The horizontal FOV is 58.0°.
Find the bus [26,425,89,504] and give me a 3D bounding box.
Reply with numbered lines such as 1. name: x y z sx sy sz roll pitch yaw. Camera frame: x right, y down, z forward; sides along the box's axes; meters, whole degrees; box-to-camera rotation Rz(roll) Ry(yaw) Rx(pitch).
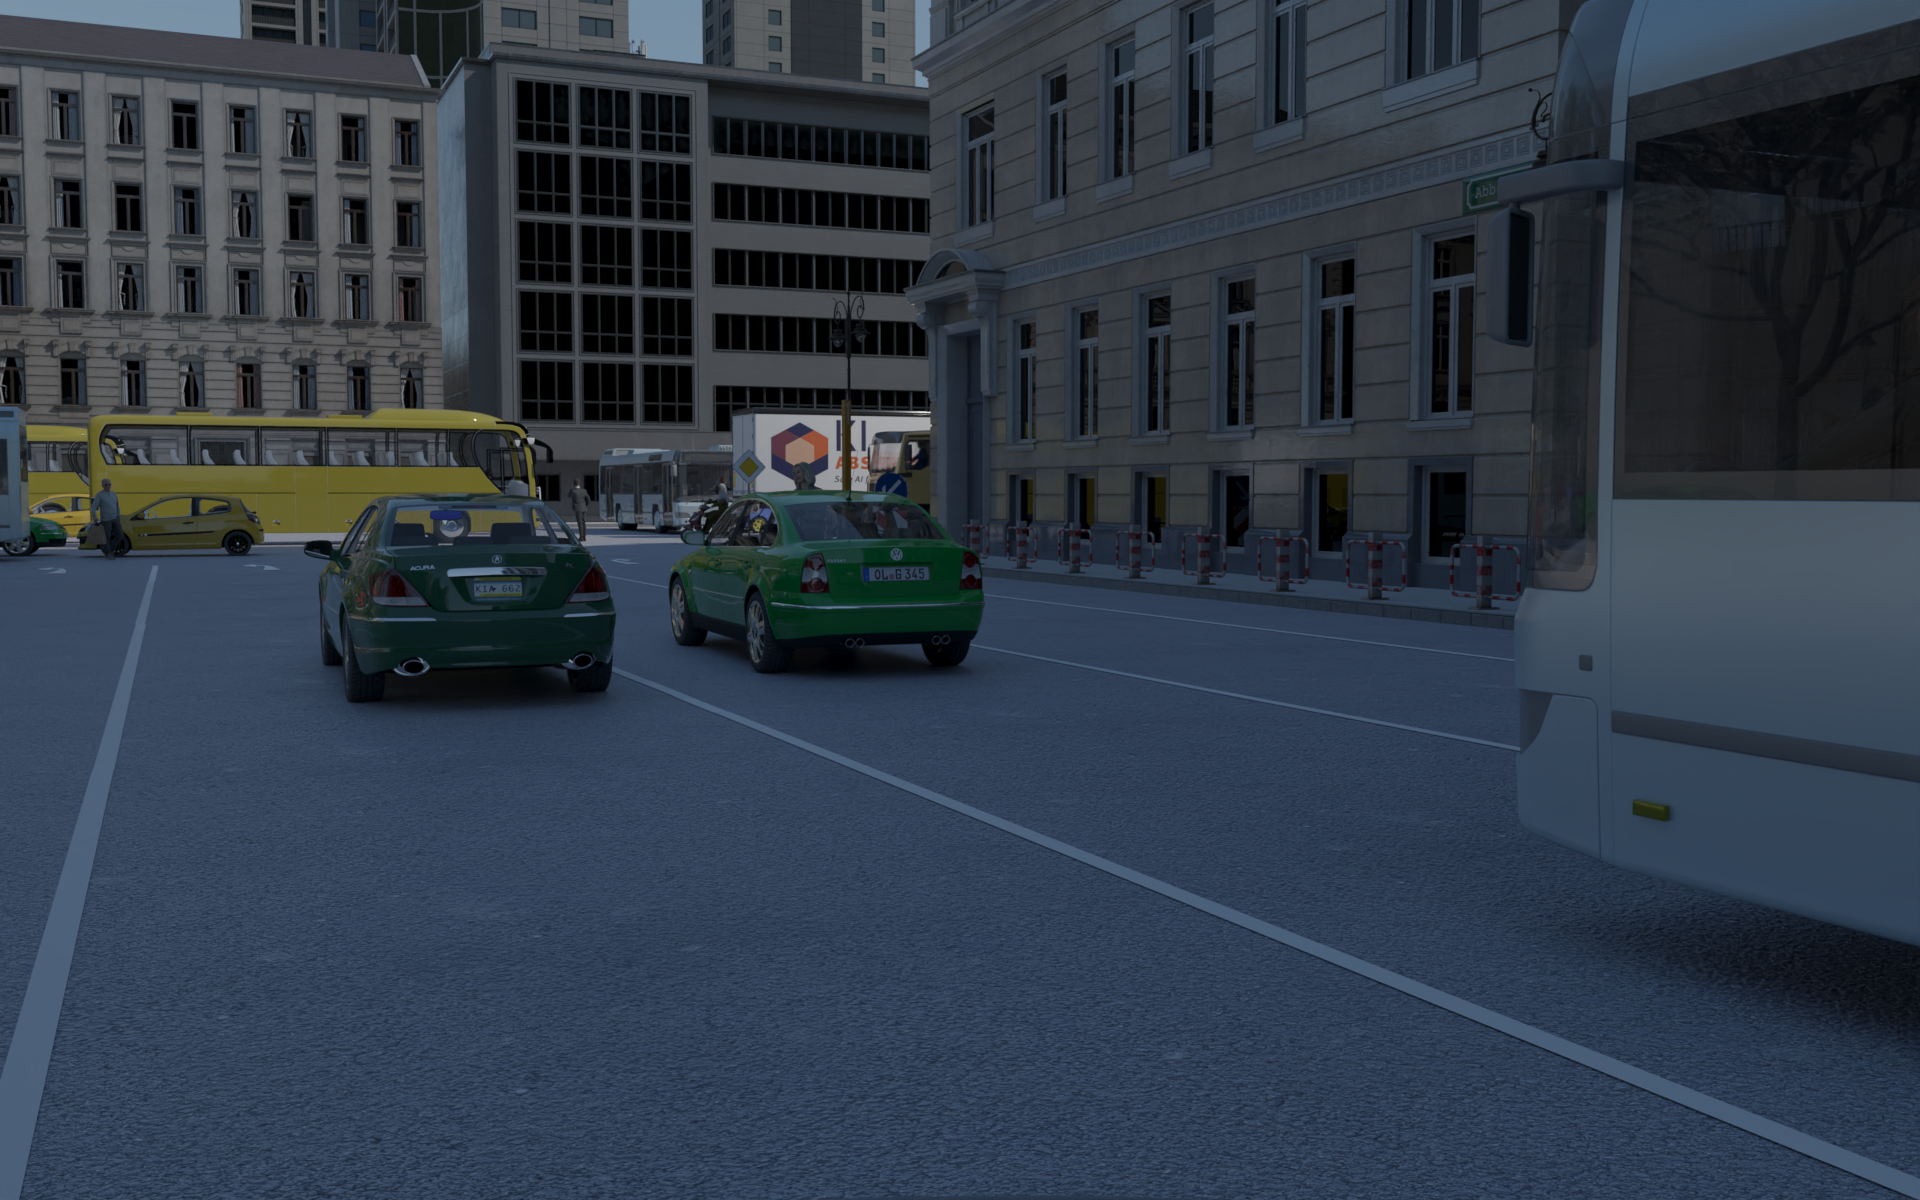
1. bus: -35.825 -4.280 61.526 12.252 3.916 2.896 -1 4 -23

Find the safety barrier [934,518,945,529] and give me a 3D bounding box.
1. safety barrier: -0.523 -1.157 33.200 0.300 0.817 1.120 -2 4 -24

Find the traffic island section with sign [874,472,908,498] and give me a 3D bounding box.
1. traffic island section with sign: -1.659 -1.444 32.237 1.989 1.847 2.006 -2 4 -24

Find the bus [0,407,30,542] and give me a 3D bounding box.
1. bus: -26.260 -2.439 34.733 13.247 3.499 2.948 -2 4 -25

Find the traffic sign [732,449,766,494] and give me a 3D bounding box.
1. traffic sign: -4.753 -2.161 38.980 0.795 2.450 0.064 -2 4 -24

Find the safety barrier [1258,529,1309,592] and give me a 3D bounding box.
1. safety barrier: 4.233 -0.516 22.713 0.300 0.817 1.120 -2 4 -24

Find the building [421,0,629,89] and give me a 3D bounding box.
1. building: -41.516 -43.640 151.759 20.563 71.187 20.611 -2 4 -24

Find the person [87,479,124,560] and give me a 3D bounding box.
1. person: -18.577 -1.749 37.580 0.515 1.767 0.782 1 4 23

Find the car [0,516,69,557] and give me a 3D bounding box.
1. car: -23.160 -1.898 39.823 4.718 1.807 1.959 -1 4 -22

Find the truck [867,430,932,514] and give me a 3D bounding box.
1. truck: 1.177 -3.547 53.919 9.791 3.379 3.469 -2 4 -24

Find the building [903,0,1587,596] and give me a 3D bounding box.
1. building: 8.899 -15.047 31.920 13.634 28.700 20.117 -2 4 -24

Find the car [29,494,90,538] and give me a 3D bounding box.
1. car: -26.534 -2.488 50.906 3.980 1.641 2.015 -2 4 -24

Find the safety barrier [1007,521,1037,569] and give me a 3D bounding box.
1. safety barrier: 1.060 -0.944 29.705 0.300 0.817 1.120 -2 4 -24

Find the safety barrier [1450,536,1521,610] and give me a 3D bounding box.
1. safety barrier: 5.821 -0.302 19.221 0.300 0.817 1.120 -2 4 -24

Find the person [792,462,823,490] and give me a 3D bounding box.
1. person: -1.780 -0.675 19.719 0.537 1.800 0.526 3 4 38

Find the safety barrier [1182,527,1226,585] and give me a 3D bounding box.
1. safety barrier: 3.442 -0.623 24.460 0.300 0.817 1.120 -2 4 -24

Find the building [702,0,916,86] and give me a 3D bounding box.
1. building: -18.317 -46.242 194.305 20.611 71.187 20.563 -2 4 -24

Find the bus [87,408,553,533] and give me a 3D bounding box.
1. bus: -18.107 -3.556 49.685 12.252 3.916 2.896 -2 4 -24

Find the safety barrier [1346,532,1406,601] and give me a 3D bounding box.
1. safety barrier: 5.027 -0.409 20.966 0.300 0.817 1.120 -2 4 -24

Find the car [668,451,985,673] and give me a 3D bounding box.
1. car: -1.345 -0.405 15.413 1.959 1.807 4.718 -1 4 -23

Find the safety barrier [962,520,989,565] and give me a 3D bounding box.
1. safety barrier: 0.271 -1.051 31.453 0.300 0.817 1.120 -2 4 -24

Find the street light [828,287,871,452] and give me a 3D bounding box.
1. street light: -2.492 -4.046 38.933 0.468 5.910 1.993 -2 4 -24

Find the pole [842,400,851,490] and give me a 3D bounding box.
1. pole: -2.465 -2.680 37.663 0.158 3.312 0.155 0 3 0

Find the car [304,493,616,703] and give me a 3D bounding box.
1. car: -3.961 -0.107 13.548 2.131 1.459 4.920 -2 4 -23

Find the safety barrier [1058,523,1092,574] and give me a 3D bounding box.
1. safety barrier: 1.855 -0.837 27.961 0.300 0.817 1.120 -2 4 -24

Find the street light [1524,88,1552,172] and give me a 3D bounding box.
1. street light: 6.712 -2.793 18.448 0.468 5.910 1.993 -2 4 -24

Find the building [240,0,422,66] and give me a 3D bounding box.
1. building: -84.048 -48.506 231.316 20.611 71.187 20.563 -2 4 -24

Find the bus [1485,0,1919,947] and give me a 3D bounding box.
1. bus: 5.258 -0.369 0.900 2.948 3.499 13.247 -2 4 -25

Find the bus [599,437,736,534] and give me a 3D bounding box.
1. bus: -10.957 -4.321 65.502 2.948 3.499 13.247 -2 4 -24

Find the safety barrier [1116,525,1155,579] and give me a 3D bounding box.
1. safety barrier: 2.649 -0.730 26.212 0.300 0.817 1.120 -2 4 -24

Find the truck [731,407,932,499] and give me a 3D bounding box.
1. truck: -2.039 -4.301 59.239 11.283 4.237 2.839 -2 4 -24

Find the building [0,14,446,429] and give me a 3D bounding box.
1. building: -32.269 -13.815 75.021 18.267 20.994 9.793 -2 4 -24

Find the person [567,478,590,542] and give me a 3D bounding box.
1. person: -11.521 -2.715 52.260 0.474 1.900 0.648 2 4 32

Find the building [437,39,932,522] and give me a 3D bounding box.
1. building: -10.199 -16.368 86.683 30.058 24.678 14.314 -2 4 -24

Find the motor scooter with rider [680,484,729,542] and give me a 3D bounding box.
1. motor scooter with rider: -7.177 -2.529 50.317 1.986 1.779 0.876 -2 4 -26

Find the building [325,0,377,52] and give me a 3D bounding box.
1. building: -52.404 -38.696 174.678 21.231 58.520 28.212 -2 4 -24

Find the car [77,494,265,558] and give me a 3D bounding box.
1. car: -18.282 -1.834 40.204 3.980 1.641 2.015 -1 4 -23
